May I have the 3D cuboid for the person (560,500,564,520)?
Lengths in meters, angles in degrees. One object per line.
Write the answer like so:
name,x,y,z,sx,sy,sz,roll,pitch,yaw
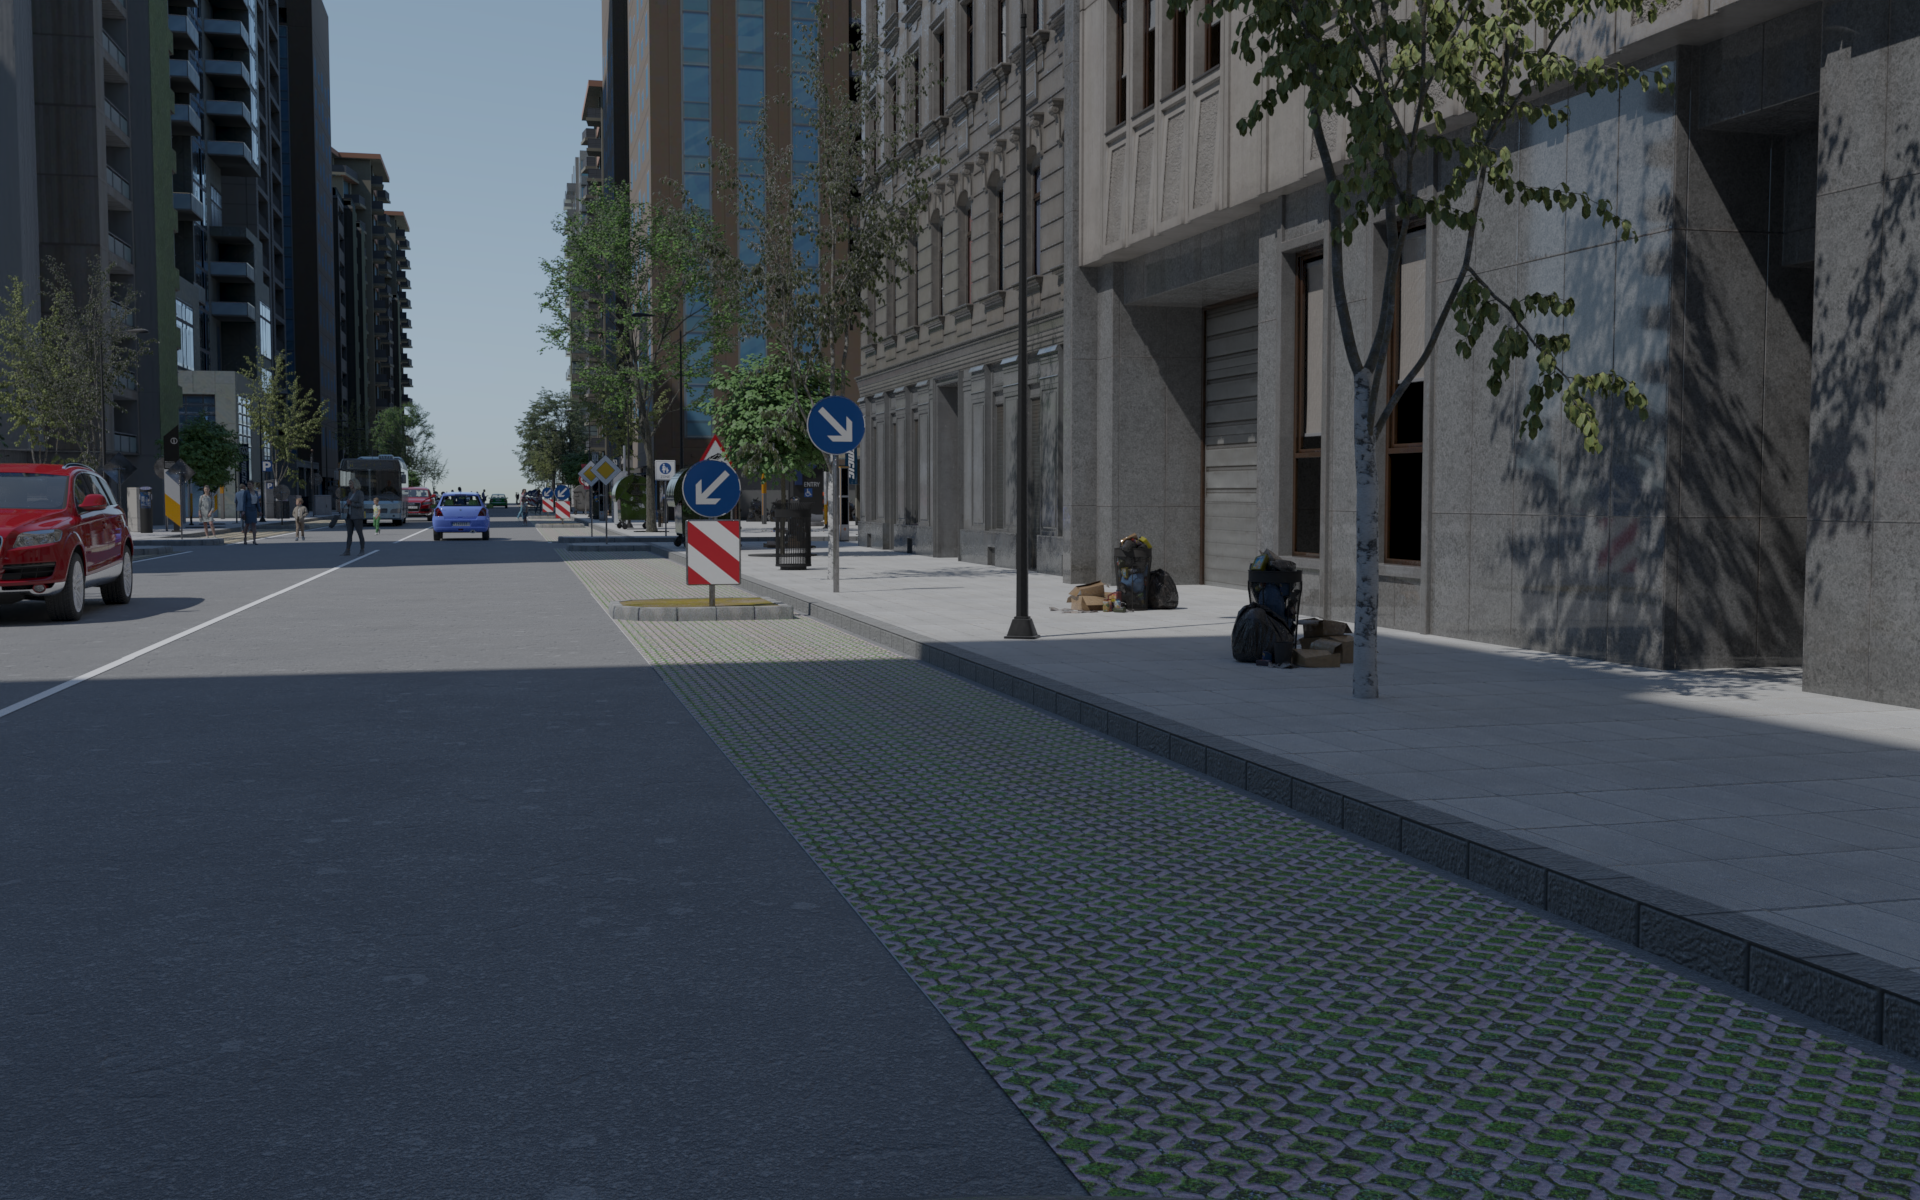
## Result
person,-21.805,-4.998,94.885,0.362,1.253,0.373,3,5,41

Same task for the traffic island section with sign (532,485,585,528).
traffic island section with sign,-17.038,-3.978,73.668,1.989,1.847,2.006,-1,4,-15

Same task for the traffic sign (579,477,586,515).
traffic sign,-22.726,-6.422,105.102,0.768,2.556,0.104,-1,4,-13

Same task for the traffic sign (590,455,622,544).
traffic sign,-9.042,-2.483,44.243,0.795,2.450,0.064,-1,4,-15

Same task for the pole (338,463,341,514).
pole,-40.461,-7.288,112.998,0.158,3.312,0.155,0,3,0

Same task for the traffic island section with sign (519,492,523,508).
traffic island section with sign,-36.563,-8.549,148.402,1.989,1.847,2.006,-1,4,-15

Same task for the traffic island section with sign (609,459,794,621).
traffic island section with sign,-3.100,-0.716,20.337,1.989,1.847,2.006,-1,4,-15

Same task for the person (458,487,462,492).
person,-25.068,-4.793,87.055,0.721,1.800,0.419,-2,4,-27

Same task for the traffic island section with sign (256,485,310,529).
traffic island section with sign,-27.918,-3.835,71.338,1.989,1.847,2.006,-1,4,-15

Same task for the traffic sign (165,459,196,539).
traffic sign,-22.091,-2.782,49.120,0.795,2.450,0.064,-1,4,-15

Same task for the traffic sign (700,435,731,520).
traffic sign,-5.360,-2.323,37.993,0.884,2.594,0.081,-1,4,-9

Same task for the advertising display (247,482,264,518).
advertising display,-37.536,-5.325,92.285,0.123,1.923,0.974,2,4,26

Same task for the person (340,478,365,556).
person,-14.099,-1.933,40.286,0.537,1.800,0.526,3,5,40

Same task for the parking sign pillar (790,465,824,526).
parking sign pillar,-6.140,-4.929,69.061,1.447,3.967,1.447,-2,4,-29

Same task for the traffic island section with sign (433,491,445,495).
traffic island section with sign,-68.283,-13.287,225.873,1.989,1.847,2.006,-1,4,-15

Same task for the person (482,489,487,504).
person,-39.437,-8.290,143.901,0.599,1.838,0.709,-1,4,-13

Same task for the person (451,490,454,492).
person,-44.298,-8.735,151.313,0.705,1.824,1.348,-2,4,-28

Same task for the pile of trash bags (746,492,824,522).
pile of trash bags,-8.240,-4.302,80.083,3.447,1.369,1.912,1,4,22

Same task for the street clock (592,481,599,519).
street clock,-18.709,-5.150,88.777,0.358,2.002,0.471,2,4,28

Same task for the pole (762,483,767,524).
pole,-8.293,-4.859,73.291,0.158,3.312,0.155,0,3,0

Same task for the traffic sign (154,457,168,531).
traffic sign,-27.278,-3.632,59.491,0.768,2.556,0.104,0,4,-6

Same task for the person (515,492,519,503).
person,-68.140,-15.727,266.454,0.721,1.723,1.217,1,4,11

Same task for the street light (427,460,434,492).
street light,-71.855,-15.998,234.101,1.470,5.913,1.316,-1,4,-15

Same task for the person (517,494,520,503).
person,-70.988,-16.444,278.279,0.530,1.710,0.541,-3,5,-43

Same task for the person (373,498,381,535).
person,-20.395,-2.927,60.611,0.306,1.304,0.590,0,4,2

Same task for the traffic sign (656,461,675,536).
traffic sign,-8.948,-3.089,52.633,0.606,2.300,0.079,-1,4,-14

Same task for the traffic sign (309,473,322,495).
traffic sign,-39.520,-6.493,106.261,0.768,2.556,0.104,-1,4,-11

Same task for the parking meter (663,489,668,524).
parking meter,-12.920,-4.106,75.551,0.372,1.533,0.369,0,3,0

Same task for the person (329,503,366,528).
person,-25.773,-3.922,72.841,1.509,1.804,0.699,-2,4,-27

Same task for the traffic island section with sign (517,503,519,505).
traffic island section with sign,-43.472,-10.168,174.871,1.989,1.847,2.006,-1,4,-15

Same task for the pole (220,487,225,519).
pole,-37.646,-5.780,88.347,0.158,3.312,0.155,0,3,0

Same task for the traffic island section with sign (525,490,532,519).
traffic island section with sign,-23.979,-5.601,100.209,1.989,1.847,2.006,-1,4,-15

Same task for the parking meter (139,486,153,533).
parking meter,-26.711,-2.962,56.839,0.372,1.533,0.369,0,3,0

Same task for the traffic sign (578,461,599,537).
traffic sign,-11.060,-2.956,51.970,0.795,2.450,0.064,-1,4,-15

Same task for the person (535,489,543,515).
person,-28.387,-6.575,116.599,0.593,1.750,0.643,-3,4,-36

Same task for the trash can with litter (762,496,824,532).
trash can with litter,-5.809,-2.929,58.945,2.233,1.210,1.678,3,5,42

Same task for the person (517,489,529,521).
person,-23.376,-5.088,92.529,0.643,1.720,0.563,-1,4,-8

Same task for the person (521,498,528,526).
person,-19.734,-3.997,78.538,0.352,1.250,0.332,0,4,8

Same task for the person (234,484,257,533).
person,-26.136,-3.340,63.292,0.721,1.800,0.419,0,4,3

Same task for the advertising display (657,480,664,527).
advertising display,-11.619,-3.788,67.146,0.123,1.923,0.974,0,4,-1

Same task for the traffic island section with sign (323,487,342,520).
traffic island section with sign,-34.741,-5.431,97.418,1.989,1.847,2.006,-1,4,-15

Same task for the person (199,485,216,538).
person,-23.361,-2.707,53.767,0.512,1.701,0.522,-1,4,-14

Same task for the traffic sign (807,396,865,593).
traffic sign,-1.612,-1.370,22.501,0.768,2.556,0.104,-1,4,-14

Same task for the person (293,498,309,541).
person,-20.273,-2.476,53.249,0.475,1.303,0.640,-1,4,-11

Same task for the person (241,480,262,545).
person,-20.048,-2.473,48.965,0.581,1.822,0.654,-3,4,-37

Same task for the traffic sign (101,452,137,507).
traffic sign,-20.073,-2.309,41.393,0.795,2.450,0.064,-1,4,-15

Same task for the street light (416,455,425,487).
street light,-63.993,-14.158,204.019,1.470,5.913,1.316,-1,4,-15

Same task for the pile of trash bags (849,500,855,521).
pile of trash bags,-5.803,-4.468,82.803,1.912,1.369,3.447,-3,5,-40
